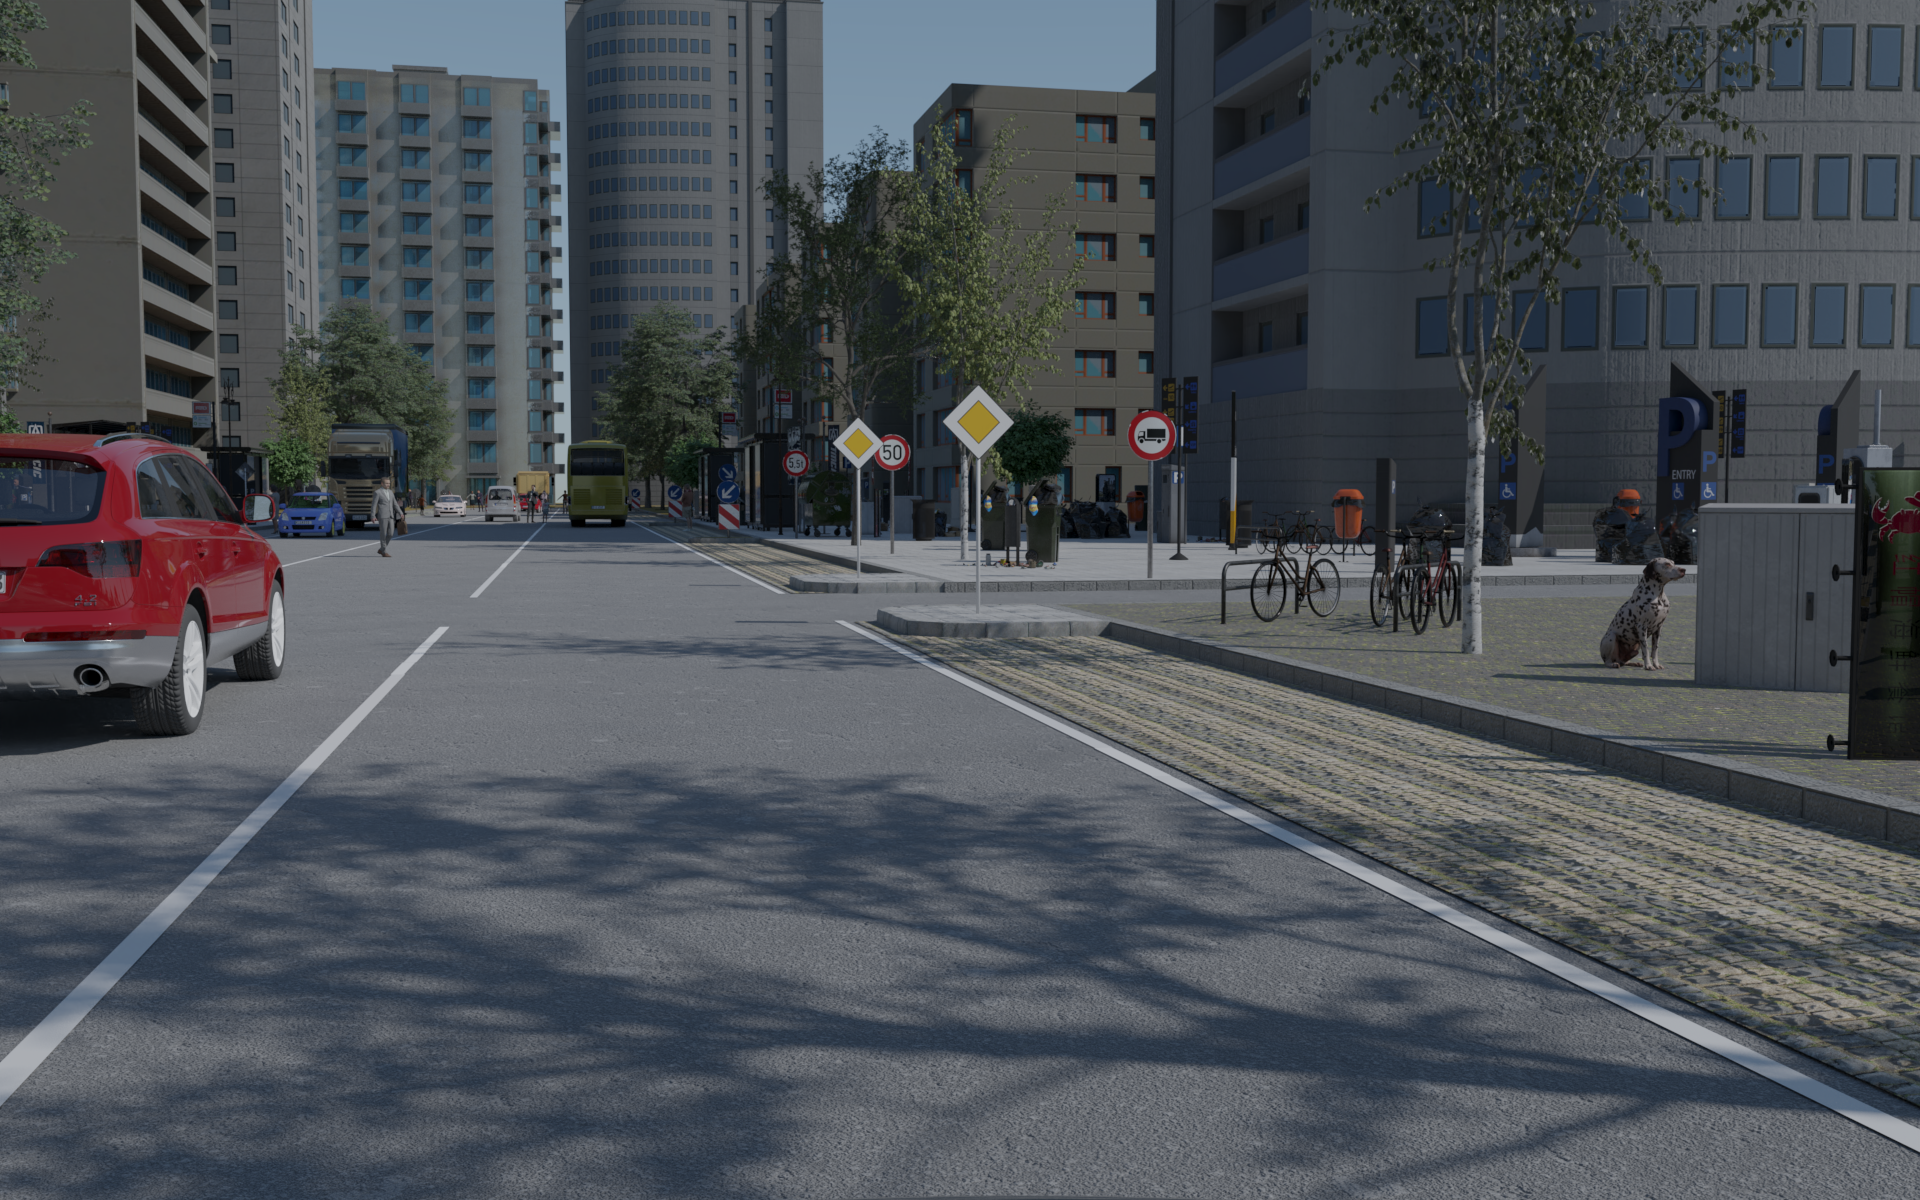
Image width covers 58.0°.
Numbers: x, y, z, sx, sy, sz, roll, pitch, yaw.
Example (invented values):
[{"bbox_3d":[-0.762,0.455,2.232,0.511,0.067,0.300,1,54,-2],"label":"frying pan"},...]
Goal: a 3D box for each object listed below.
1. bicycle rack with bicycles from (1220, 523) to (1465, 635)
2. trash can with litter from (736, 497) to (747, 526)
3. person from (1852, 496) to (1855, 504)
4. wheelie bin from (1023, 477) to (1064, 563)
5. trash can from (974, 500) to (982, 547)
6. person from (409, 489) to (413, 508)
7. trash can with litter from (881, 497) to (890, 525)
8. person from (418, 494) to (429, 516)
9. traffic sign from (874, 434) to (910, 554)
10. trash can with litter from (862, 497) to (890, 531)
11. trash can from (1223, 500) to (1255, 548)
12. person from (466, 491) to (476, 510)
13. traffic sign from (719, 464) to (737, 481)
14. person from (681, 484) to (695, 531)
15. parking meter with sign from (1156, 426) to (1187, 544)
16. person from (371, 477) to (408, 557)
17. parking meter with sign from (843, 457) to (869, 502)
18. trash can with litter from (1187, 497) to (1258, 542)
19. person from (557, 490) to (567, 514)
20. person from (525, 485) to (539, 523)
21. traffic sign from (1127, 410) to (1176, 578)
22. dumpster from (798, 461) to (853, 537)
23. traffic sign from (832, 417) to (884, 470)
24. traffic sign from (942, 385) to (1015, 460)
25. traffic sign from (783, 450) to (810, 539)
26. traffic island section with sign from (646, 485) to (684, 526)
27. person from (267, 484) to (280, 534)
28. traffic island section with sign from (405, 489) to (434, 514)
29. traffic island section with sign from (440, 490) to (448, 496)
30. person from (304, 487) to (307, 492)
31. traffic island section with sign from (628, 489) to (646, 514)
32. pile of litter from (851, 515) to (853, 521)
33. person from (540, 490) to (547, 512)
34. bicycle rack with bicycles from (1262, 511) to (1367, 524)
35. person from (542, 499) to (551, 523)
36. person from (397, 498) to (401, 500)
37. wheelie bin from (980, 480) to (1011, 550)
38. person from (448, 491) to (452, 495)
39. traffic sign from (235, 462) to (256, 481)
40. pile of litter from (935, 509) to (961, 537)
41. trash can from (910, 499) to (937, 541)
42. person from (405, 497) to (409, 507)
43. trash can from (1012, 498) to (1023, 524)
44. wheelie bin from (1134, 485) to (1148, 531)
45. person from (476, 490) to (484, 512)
[{"bbox_3d":[4.023,-0.241,17.326,2.852,0.926,2.925,3,4,36],"label":"bicycle rack with bicycles"},{"bbox_3d":[-8.599,-3.602,70.280,1.055,1.170,0.624,1,4,10],"label":"trash can with litter"},{"bbox_3d":[13.798,-1.090,26.170,0.661,1.843,0.795,3,4,36],"label":"person"},{"bbox_3d":[1.583,-1.509,32.576,0.693,1.594,0.980,1,4,13],"label":"wheelie bin"},{"bbox_3d":[0.700,-1.859,42.046,0.748,1.137,0.748,0,3,0],"label":"trash can"},{"bbox_3d":[-49.085,-9.056,154.564,0.683,1.767,0.568,3,5,41],"label":"person"},{"bbox_3d":[-3.313,-3.715,71.801,1.678,1.210,2.233,-1,4,-14],"label":"trash can with litter"},{"bbox_3d":[-35.771,-6.328,115.228,1.065,1.426,0.557,2,4,33],"label":"person"},{"bbox_3d":[-1.452,-2.261,37.069,0.768,2.556,0.104,0,4,-6],"label":"traffic sign"},{"bbox_3d":[-2.896,-2.968,59.922,1.055,1.170,0.624,0,4,6],"label":"trash can with litter"},{"bbox_3d":[6.630,-1.806,41.188,0.748,1.137,0.748,0,3,0],"label":"trash can"},{"bbox_3d":[-43.943,-8.982,156.141,1.217,1.735,0.721,-2,4,-35],"label":"person"},{"bbox_3d":[-9.834,-4.484,73.412,0.768,2.556,0.104,0,4,-4],"label":"traffic sign"},{"bbox_3d":[-10.501,-3.567,66.787,0.573,1.828,0.580,-1,4,-21],"label":"person"},{"bbox_3d":[5.568,-2.985,45.065,0.543,3.016,1.738,-1,4,-14],"label":"parking meter with sign"},{"bbox_3d":[-13.008,-1.876,39.298,0.853,1.813,0.709,2,4,28],"label":"person"},{"bbox_3d":[-4.586,-5.130,80.132,1.738,3.016,0.543,3,4,36],"label":"parking meter with sign"},{"bbox_3d":[6.972,-2.169,46.520,1.678,1.210,2.233,-3,4,-37],"label":"trash can with litter"},{"bbox_3d":[-29.031,-7.206,127.146,1.217,1.723,0.721,-3,5,-40],"label":"person"},{"bbox_3d":[-21.369,-4.811,86.515,0.648,1.900,0.474,-2,4,-30],"label":"person"},{"bbox_3d":[2.895,-1.603,26.314,0.768,2.556,0.104,-1,4,-11],"label":"traffic sign"},{"bbox_3d":[-4.005,-3.037,52.149,1.502,2.255,1.985,-1,4,-13],"label":"dumpster"},{"bbox_3d":[-1.520,-1.474,26.293,0.795,2.593,0.064,-1,4,-13],"label":"traffic sign"},{"bbox_3d":[0.217,-0.997,18.498,0.795,2.593,0.064,-1,4,-13],"label":"traffic sign"},{"bbox_3d":[-4.717,-3.046,49.914,0.768,2.556,0.104,0,4,-5],"label":"traffic sign"},{"bbox_3d":[-12.910,-4.217,77.580,1.989,1.847,2.006,-1,4,-13],"label":"traffic island section with sign"},{"bbox_3d":[-24.808,-3.282,62.512,0.532,1.782,0.716,0,4,-1],"label":"person"},{"bbox_3d":[-38.408,-6.961,122.437,1.989,1.847,2.006,-1,4,-13],"label":"traffic island section with sign"},{"bbox_3d":[-44.418,-8.610,149.400,1.989,1.847,2.006,-1,4,-13],"label":"traffic island section with sign"},{"bbox_3d":[-39.733,-6.042,105.517,0.721,1.739,1.217,3,5,39],"label":"person"},{"bbox_3d":[-23.744,-7.188,126.153,1.989,1.847,2.006,-1,4,-13],"label":"traffic island section with sign"},{"bbox_3d":[-5.438,-4.217,82.916,1.176,0.858,1.719,3,5,40],"label":"pile of litter"},{"bbox_3d":[-33.822,-8.055,140.865,0.621,1.740,0.551,3,4,38],"label":"person"},{"bbox_3d":[7.085,-1.416,36.542,2.852,0.926,2.925,-1,4,-20],"label":"bicycle rack with bicycles"},{"bbox_3d":[-20.328,-4.384,85.199,0.505,1.210,0.382,0,4,3],"label":"person"},{"bbox_3d":[-48.334,-8.656,148.128,0.990,1.755,0.434,-1,4,-18],"label":"person"},{"bbox_3d":[0.803,-1.950,39.794,0.693,1.594,0.980,0,4,5],"label":"wheelie bin"},{"bbox_3d":[-45.051,-8.793,152.927,0.551,1.740,0.621,-2,4,-30],"label":"person"},{"bbox_3d":[-29.095,-4.330,70.533,0.795,2.593,0.064,0,4,-8],"label":"traffic sign"},{"bbox_3d":[-0.360,-2.354,52.456,1.176,0.858,1.719,2,4,28],"label":"pile of litter"},{"bbox_3d":[-0.992,-2.183,47.353,0.748,1.137,0.748,0,3,0],"label":"trash can"},{"bbox_3d":[-54.014,-9.971,169.155,0.705,1.814,1.350,2,4,34],"label":"person"},{"bbox_3d":[2.275,-3.645,71.242,0.748,1.137,0.748,0,3,0],"label":"trash can"},{"bbox_3d":[6.375,-3.211,60.406,0.980,1.594,0.693,0,4,2],"label":"wheelie bin"},{"bbox_3d":[-38.475,-7.936,138.697,0.683,1.767,0.568,0,4,6],"label":"person"}]
